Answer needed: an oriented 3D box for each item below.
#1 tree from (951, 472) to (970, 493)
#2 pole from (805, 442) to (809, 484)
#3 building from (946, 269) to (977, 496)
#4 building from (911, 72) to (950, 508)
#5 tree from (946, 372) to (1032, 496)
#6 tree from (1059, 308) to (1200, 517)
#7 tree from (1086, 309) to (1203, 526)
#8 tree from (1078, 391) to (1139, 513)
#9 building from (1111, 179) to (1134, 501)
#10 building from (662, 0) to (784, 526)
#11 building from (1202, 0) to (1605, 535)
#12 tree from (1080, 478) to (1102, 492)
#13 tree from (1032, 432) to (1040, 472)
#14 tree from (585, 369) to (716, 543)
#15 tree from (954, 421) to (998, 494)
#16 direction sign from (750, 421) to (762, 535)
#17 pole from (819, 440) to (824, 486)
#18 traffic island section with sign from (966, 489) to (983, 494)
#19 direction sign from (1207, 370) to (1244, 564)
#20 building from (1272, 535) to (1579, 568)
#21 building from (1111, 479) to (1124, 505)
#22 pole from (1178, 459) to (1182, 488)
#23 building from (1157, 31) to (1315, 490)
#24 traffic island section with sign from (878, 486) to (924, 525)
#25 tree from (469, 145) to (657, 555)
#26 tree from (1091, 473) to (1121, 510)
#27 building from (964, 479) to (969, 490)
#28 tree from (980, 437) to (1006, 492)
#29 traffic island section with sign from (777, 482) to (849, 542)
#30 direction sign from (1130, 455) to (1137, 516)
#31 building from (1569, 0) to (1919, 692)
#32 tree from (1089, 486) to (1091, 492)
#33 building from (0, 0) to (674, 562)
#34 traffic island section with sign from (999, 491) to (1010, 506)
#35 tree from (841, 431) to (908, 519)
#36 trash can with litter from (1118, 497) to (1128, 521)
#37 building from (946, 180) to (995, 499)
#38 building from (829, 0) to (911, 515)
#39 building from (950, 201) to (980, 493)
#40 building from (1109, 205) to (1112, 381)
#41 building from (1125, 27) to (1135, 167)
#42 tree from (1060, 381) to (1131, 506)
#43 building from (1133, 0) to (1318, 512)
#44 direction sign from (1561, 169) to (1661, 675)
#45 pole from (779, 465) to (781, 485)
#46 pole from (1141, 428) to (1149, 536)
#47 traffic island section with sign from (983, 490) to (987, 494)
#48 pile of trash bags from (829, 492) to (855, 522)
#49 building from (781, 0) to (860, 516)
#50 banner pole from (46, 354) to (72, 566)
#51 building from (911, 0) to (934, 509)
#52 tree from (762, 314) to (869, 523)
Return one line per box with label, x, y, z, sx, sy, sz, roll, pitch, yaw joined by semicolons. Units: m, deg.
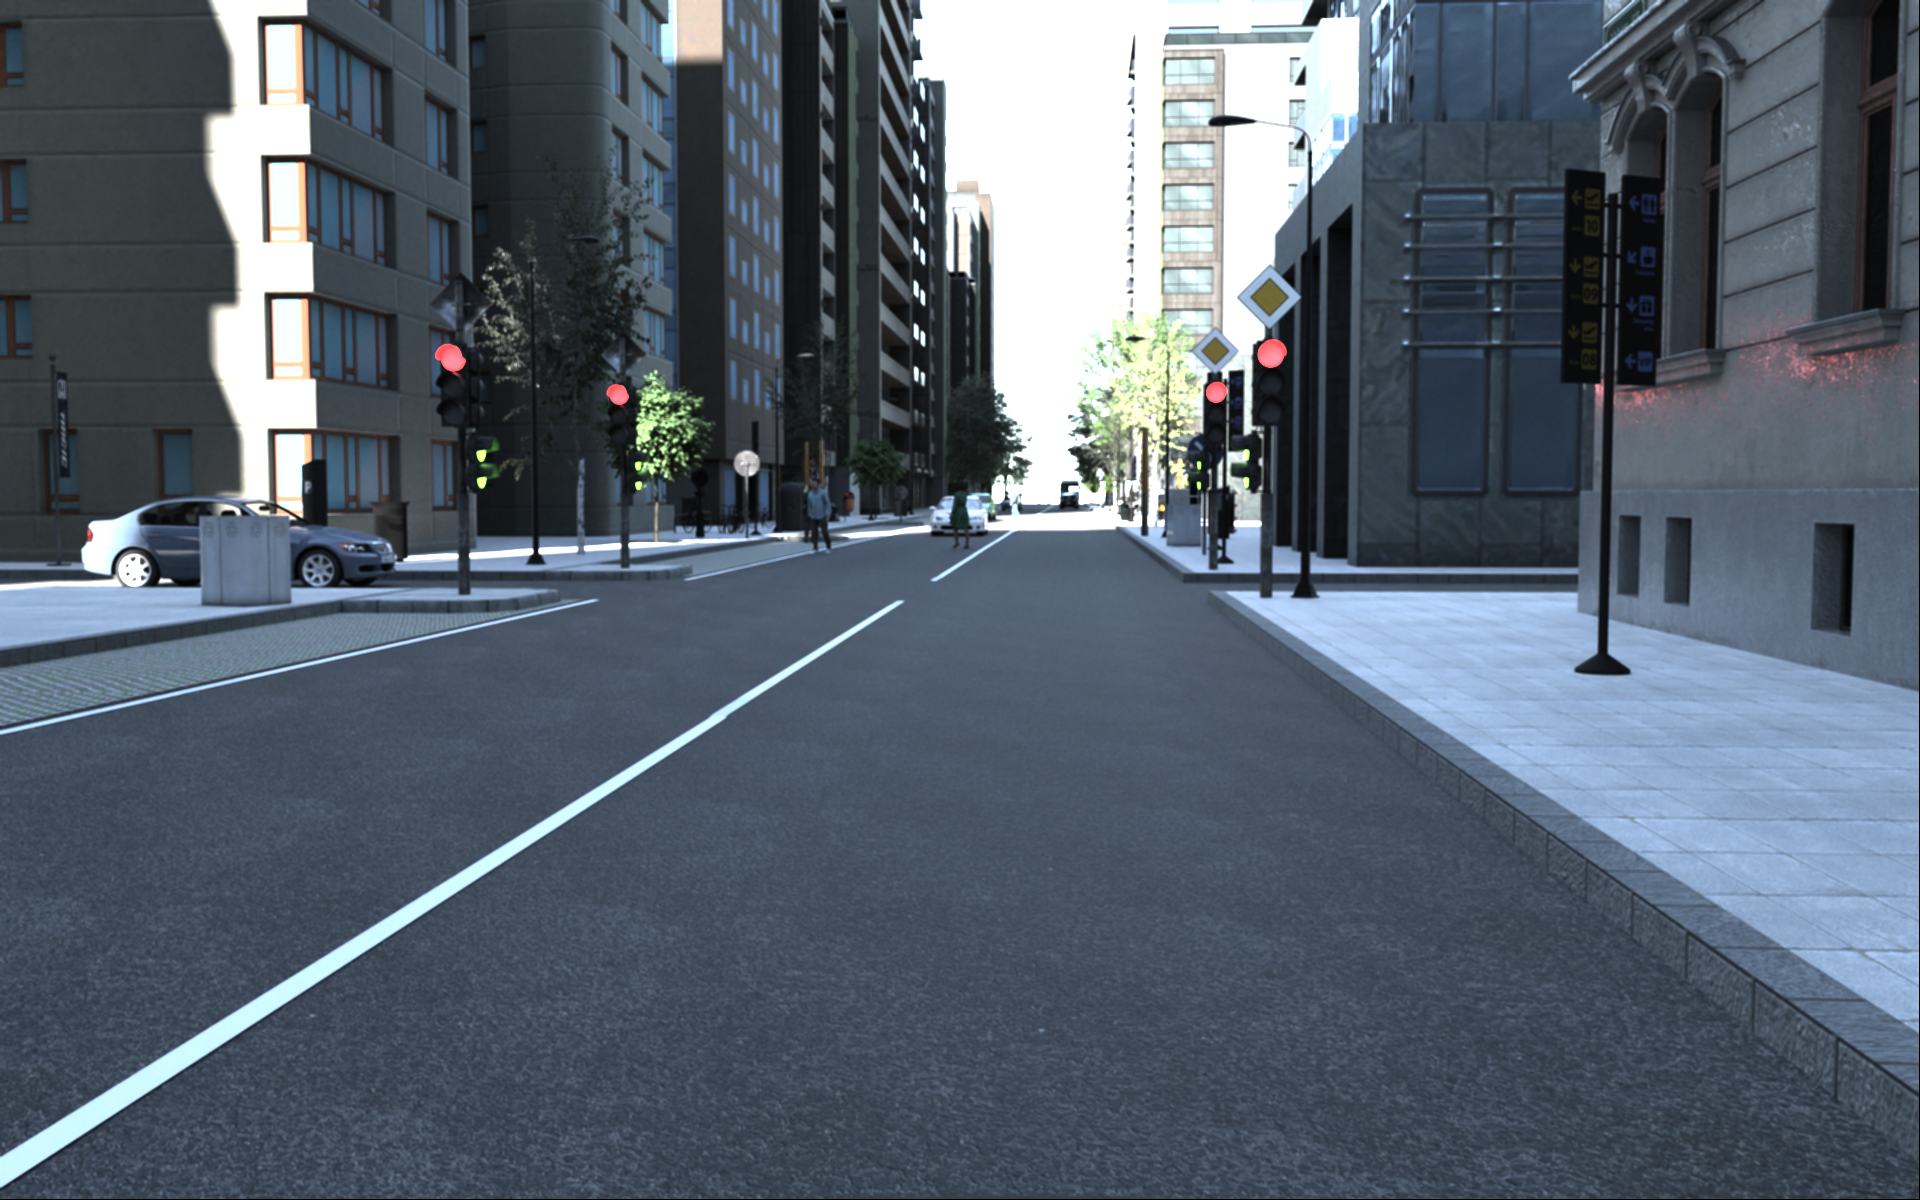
tree;-0.142;-9.726;153.619;1.663;3.219;1.824;0;3;0
pole;-5.940;-4.491;67.263;0.158;3.312;0.155;0;3;0
building;-5.149;-27.577;222.585;14.160;30.474;14.107;0;4;4
building;-8.706;-29.392;164.155;14.154;41.232;14.086;0;4;4
tree;1.062;-16.721;180.051;9.857;13.997;8.962;0;3;0
tree;9.402;-10.376;95.400;9.928;11.665;9.643;0;3;0
tree;7.776;-7.225;68.493;4.737;8.622;4.395;0;3;0
tree;10.028;-10.029;114.331;4.360;8.622;3.978;0;3;0
building;26.786;-33.225;226.819;14.154;41.232;14.086;0;4;4
building;-15.848;-26.046;75.958;14.600;45.320;14.200;0;4;4
building;22.750;-46.427;71.757;22.319;86.520;31.000;0;4;4
tree;19.368;-16.645;255.851;4.285;4.588;4.351;0;3;0
tree;7.088;-21.888;264.528;9.857;13.997;8.962;0;3;0
tree;-8.127;-3.794;45.738;4.285;4.588;4.351;0;3;0
tree;1.469;-13.510;171.242;4.360;8.622;3.978;0;3;0
direction sign;-6.397;-3.803;54.175;0.379;3.537;0.876;-1;4;-17
pole;-5.209;-4.362;65.168;0.158;3.312;0.155;0;3;0
traffic island section with sign;0.464;-7.326;128.413;1.989;1.847;2.006;0;4;4
direction sign;4.892;-2.447;32.008;0.379;3.537;0.876;-3;5;-39
building;23.162;-44.361;37.975;31.000;86.520;22.319;0;4;4
building;34.205;-31.496;206.835;32.217;40.220;23.993;0;4;4
pole;12.778;-6.537;100.721;0.158;3.312;0.155;0;3;0
building;19.813;-20.830;112.273;14.160;30.474;14.107;0;4;4
traffic island section with sign;-2.683;-4.327;79.367;1.989;1.847;2.006;0;4;4
tree;-8.201;-5.283;36.739;4.360;8.622;3.978;0;3;0
tree;12.206;-9.033;142.283;1.663;3.219;1.824;0;3;0
building;-15.194;-31.315;203.876;32.217;40.220;23.993;0;4;4
tree;3.279;-15.592;205.288;4.737;8.622;4.395;0;3;0
traffic island section with sign;-4.405;-2.681;52.467;1.989;1.847;2.006;0;4;4
direction sign;10.199;-6.723;101.916;0.379;3.537;0.876;-1;4;-16
building;12.201;-13.400;6.474;14.401;28.519;23.554;0;4;4
tree;17.183;-13.876;221.469;1.663;3.219;1.824;0;3;0
building;-24.776;-12.341;46.814;27.650;21.520;28.899;0;4;4
traffic island section with sign;5.839;-12.441;212.030;1.989;1.847;2.006;0;4;4
tree;-4.444;-6.504;90.048;4.285;4.588;4.351;0;3;0
trash can with litter;7.859;-4.395;83.242;0.624;1.170;1.055;0;4;0
building;-2.112;-36.726;250.576;14.600;45.320;14.200;0;4;4
building;-14.862;-30.111;116.019;21.300;48.544;21.600;0;4;4
building;-4.604;-33.806;236.321;14.154;41.232;14.086;0;4;4
building;32.470;-36.286;247.897;22.147;44.769;28.867;0;4;4
building;26.690;-31.034;162.028;22.147;44.769;28.867;0;4;4
tree;15.997;-17.305;189.583;9.857;13.997;8.962;0;3;0
building;23.892;-36.105;132.320;21.231;58.520;28.212;0;4;4
direction sign;4.618;-1.244;12.344;0.876;3.537;0.379;-2;4;-25
pole;-8.914;-5.595;85.324;0.158;3.312;0.155;0;3;0
pole;5.679;-3.628;53.155;0.158;3.312;0.155;0;3;0
traffic island section with sign;2.205;-8.984;155.510;1.989;1.847;2.006;0;4;4
pile of trash bags;-6.287;-4.320;80.381;3.447;1.369;1.912;-3;5;-43
building;-13.561;-19.983;98.423;14.160;30.474;14.107;0;4;4
banner pole;-16.196;-2.519;31.195;0.401;3.779;0.863;0;4;-6
building;-14.666;-31.952;142.023;23.786;49.044;30.456;0;4;4
tree;-5.677;-7.370;70.861;4.360;8.622;3.978;0;3;0
